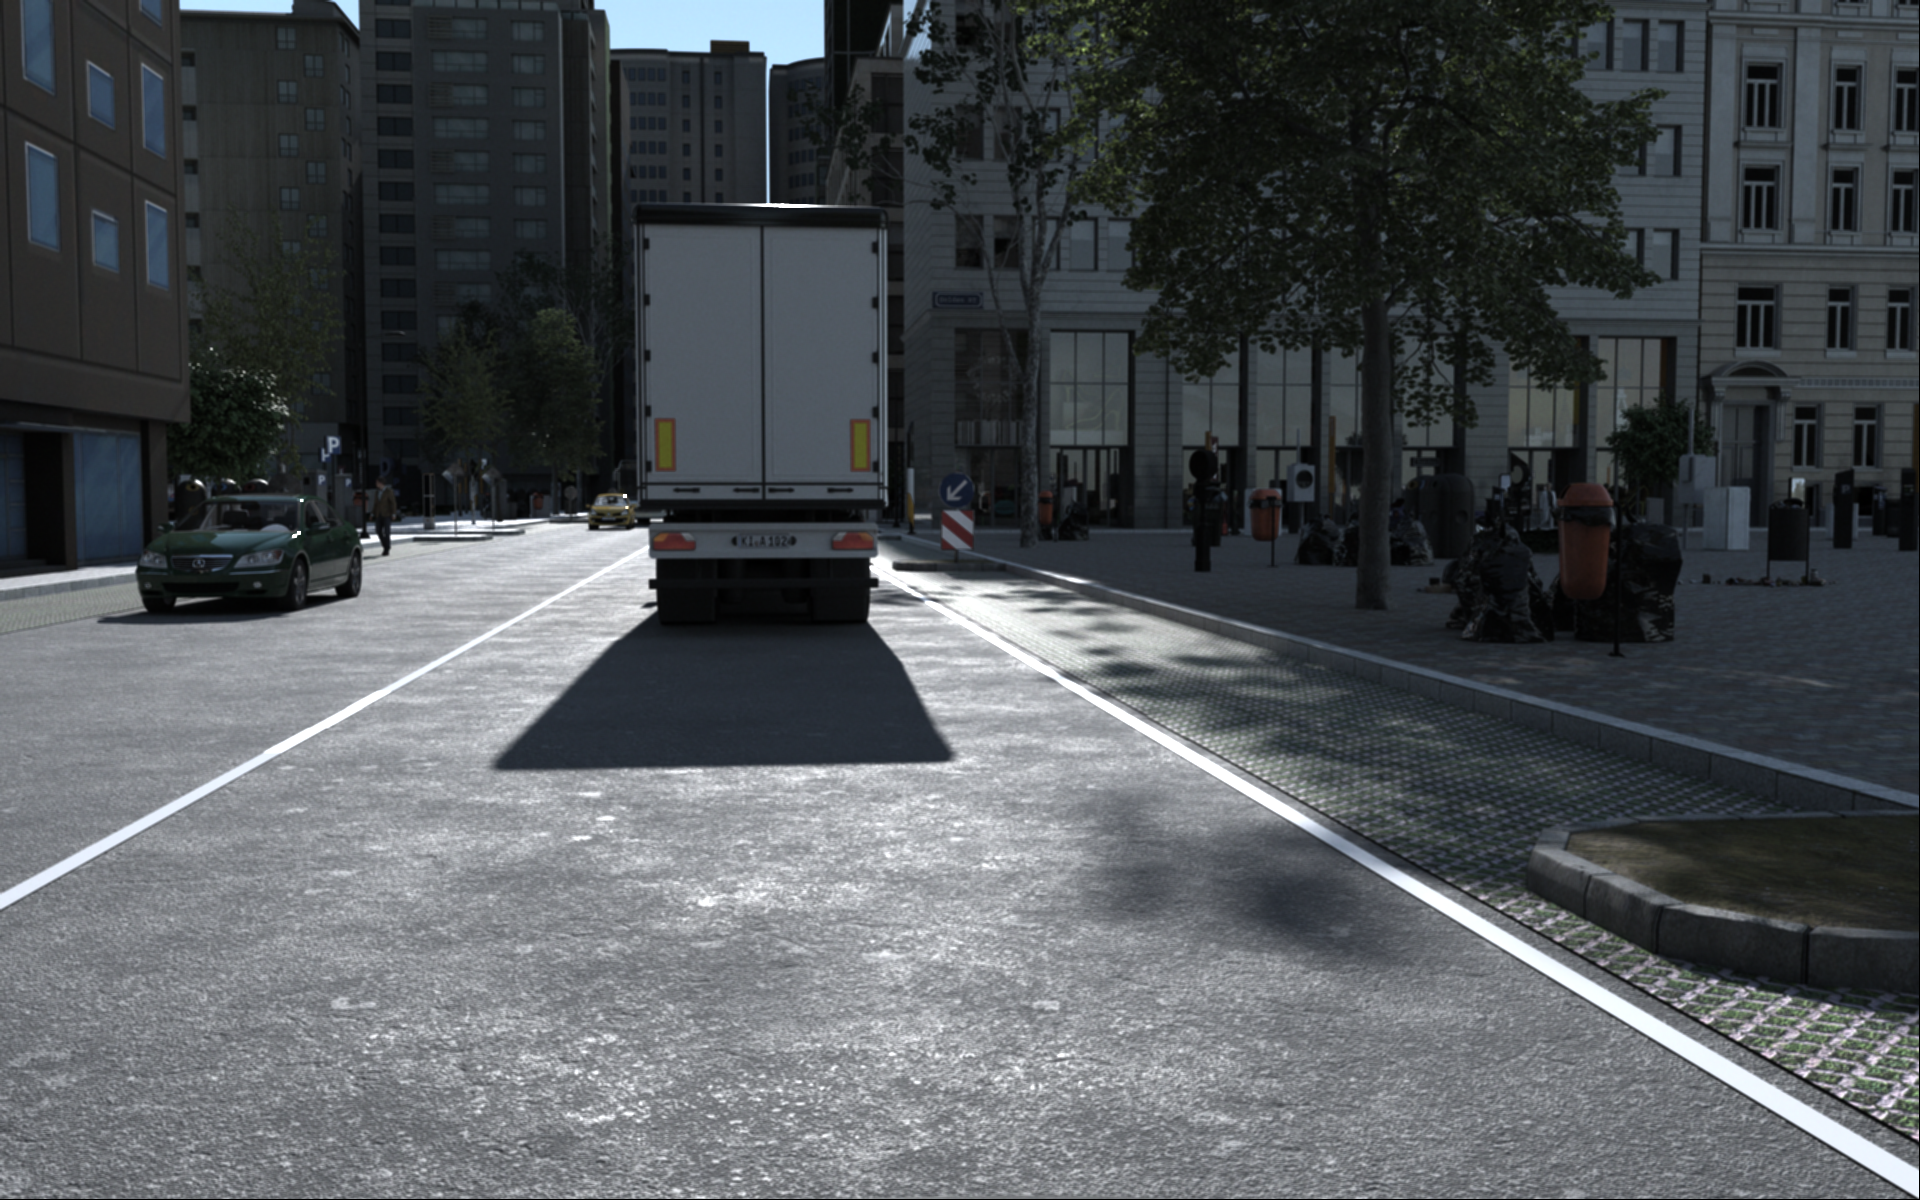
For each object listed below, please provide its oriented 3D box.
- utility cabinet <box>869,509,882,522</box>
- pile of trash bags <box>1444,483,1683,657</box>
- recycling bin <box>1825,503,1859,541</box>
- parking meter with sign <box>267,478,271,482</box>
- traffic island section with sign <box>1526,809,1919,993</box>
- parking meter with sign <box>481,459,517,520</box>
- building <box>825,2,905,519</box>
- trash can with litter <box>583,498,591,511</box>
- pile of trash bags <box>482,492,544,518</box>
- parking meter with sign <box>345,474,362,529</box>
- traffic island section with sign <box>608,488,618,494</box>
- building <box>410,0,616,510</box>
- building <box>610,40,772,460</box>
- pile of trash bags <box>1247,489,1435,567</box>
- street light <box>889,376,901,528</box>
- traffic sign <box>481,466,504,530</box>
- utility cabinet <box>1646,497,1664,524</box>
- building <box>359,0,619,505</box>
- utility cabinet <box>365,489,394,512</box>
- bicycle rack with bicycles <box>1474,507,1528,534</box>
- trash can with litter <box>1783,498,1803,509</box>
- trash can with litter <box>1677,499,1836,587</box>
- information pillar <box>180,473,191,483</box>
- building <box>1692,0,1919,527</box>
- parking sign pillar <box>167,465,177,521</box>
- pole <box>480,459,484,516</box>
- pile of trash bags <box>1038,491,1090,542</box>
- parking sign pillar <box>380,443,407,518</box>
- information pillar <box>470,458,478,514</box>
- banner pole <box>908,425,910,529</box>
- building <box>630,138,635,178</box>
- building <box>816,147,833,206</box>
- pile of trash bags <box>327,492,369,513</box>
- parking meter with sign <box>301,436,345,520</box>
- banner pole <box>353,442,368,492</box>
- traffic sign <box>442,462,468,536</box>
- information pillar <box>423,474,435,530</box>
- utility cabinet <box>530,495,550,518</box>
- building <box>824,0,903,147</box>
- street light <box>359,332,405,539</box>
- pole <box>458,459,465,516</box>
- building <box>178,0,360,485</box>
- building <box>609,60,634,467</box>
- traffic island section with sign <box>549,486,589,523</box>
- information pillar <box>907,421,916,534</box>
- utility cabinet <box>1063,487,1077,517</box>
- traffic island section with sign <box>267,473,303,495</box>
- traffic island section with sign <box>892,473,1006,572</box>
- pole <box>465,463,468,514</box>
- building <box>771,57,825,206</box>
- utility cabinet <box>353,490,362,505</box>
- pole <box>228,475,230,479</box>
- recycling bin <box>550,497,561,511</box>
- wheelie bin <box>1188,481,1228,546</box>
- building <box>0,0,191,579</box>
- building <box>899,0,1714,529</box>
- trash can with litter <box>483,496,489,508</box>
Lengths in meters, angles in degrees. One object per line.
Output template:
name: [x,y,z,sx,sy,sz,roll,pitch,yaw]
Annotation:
utility cabinet: [-3.913,-4.226,80.258,0.306,1.237,1.020,-2,4,-26]
pile of trash bags: [5.293,-0.328,15.114,1.912,1.369,3.447,1,4,13]
recycling bin: [24.446,-2.169,48.024,0.722,1.027,0.722,1,4,19]
parking meter with sign: [-32.985,-5.342,83.605,0.543,3.016,1.738,3,5,41]
traffic island section with sign: [3.078,0.168,5.881,1.989,1.847,2.006,0,4,-7]
parking meter with sign: [-22.868,-5.489,86.007,0.543,3.016,1.738,3,5,40]
building: [2.276,-18.417,105.627,19.350,26.468,34.151,0,4,-7]
trash can with litter: [-28.322,-7.267,130.205,1.055,1.170,0.624,-3,5,-43]
pile of trash bags: [-23.687,-5.060,92.483,1.912,1.369,3.447,3,4,38]
parking meter with sign: [-23.173,-4.199,64.922,1.738,3.016,0.543,2,4,27]
traffic island section with sign: [-22.537,-6.361,112.636,1.989,1.847,2.006,0,4,-7]
building: [-35.962,-27.985,141.147,14.154,41.232,14.086,0,4,-7]
building: [-39.535,-41.941,227.739,28.212,58.520,21.231,0,4,-7]
pile of trash bags: [6.716,-1.311,31.195,3.447,1.369,1.912,-1,4,-22]
street light: [-2.979,-5.728,66.187,1.470,5.913,1.316,0,4,-7]
traffic sign: [-16.479,-3.516,61.127,0.795,2.450,0.064,0,4,-7]
utility cabinet: [13.169,-1.326,32.835,0.306,1.237,1.020,1,4,20]
building: [-41.539,-43.960,156.992,20.563,71.187,20.611,0,4,-7]
utility cabinet: [-27.149,-4.436,81.201,1.173,1.500,0.318,1,4,14]
bicycle rack with bicycles: [14.650,-2.181,49.046,2.852,0.926,2.925,3,5,42]
trash can with litter: [24.001,-2.364,50.038,0.624,1.170,1.055,2,4,26]
trash can with litter: [11.338,-0.830,24.631,2.233,1.210,1.678,1,4,18]
information pillar: [-33.107,-5.065,74.160,0.504,3.616,0.183,-1,4,-21]
building: [37.496,-17.614,73.897,20.117,28.700,13.634,0,4,-7]
parking sign pillar: [-37.849,-5.746,82.426,1.447,3.967,1.447,-3,4,-39]
pole: [-27.796,-6.531,100.624,0.158,3.312,0.155,0,3,0]
pile of trash bags: [2.589,-2.333,47.900,1.912,1.369,3.447,1,4,10]
parking sign pillar: [-30.053,-6.291,91.329,1.447,3.967,1.447,3,5,42]
information pillar: [-31.329,-7.351,111.550,0.183,3.616,0.504,3,5,40]
banner pole: [-1.767,-4.465,63.018,0.401,3.779,0.863,1,4,9]
building: [-50.267,-33.198,197.410,28.867,44.769,22.147,0,4,-7]
building: [-5.301,-22.997,147.697,14.160,30.474,14.107,0,4,-7]
pile of trash bags: [-25.344,-3.640,69.265,3.447,1.369,1.912,0,4,2]
parking meter with sign: [-19.531,-3.435,52.425,1.738,3.016,0.543,2,4,30]
banner pole: [-28.766,-5.684,82.950,0.863,3.779,0.401,1,4,14]
traffic sign: [-15.499,-3.031,53.202,0.795,2.450,0.064,0,4,-7]
information pillar: [-19.107,-3.536,62.310,0.304,2.012,0.304,0,4,7]
utility cabinet: [-22.943,-5.106,94.648,1.020,1.237,0.306,-2,4,-26]
building: [-4.349,-44.402,164.231,20.563,71.187,20.611,0,4,-7]
street light: [-16.598,-4.721,49.724,1.470,5.913,1.316,0,4,-7]
pole: [-28.676,-6.451,99.321,0.158,3.312,0.155,0,3,0]
building: [-78.278,-36.777,190.537,27.495,52.752,28.713,0,4,-7]
building: [-40.687,-32.127,175.392,14.600,45.320,14.200,0,4,-7]
traffic island section with sign: [-19.203,-4.710,85.644,1.989,1.847,2.006,0,4,-7]
information pillar: [-1.576,-3.918,55.418,0.183,3.616,0.504,1,4,14]
utility cabinet: [3.349,-2.704,52.896,0.318,1.500,1.173,1,4,9]
traffic island section with sign: [-12.583,-1.434,32.079,1.989,1.847,2.006,0,4,-7]
traffic island section with sign: [-0.256,-1.477,32.772,1.989,1.847,2.006,0,4,-7]
pole: [-32.206,-7.283,112.924,0.158,3.312,0.155,0,3,0]
building: [-11.093,-42.161,231.330,28.212,58.520,21.231,0,4,-7]
utility cabinet: [-29.831,-4.739,86.164,0.318,1.500,1.173,0,4,4]
pole: [-41.298,-6.364,97.902,0.158,3.312,0.155,0,3,0]
recycling bin: [-31.369,-7.422,133.896,0.722,1.027,0.722,-3,5,-42]
wheelie bin: [6.109,-2.118,42.537,0.980,1.594,0.693,-1,4,-11]
building: [-21.358,-22.962,25.541,14.600,45.320,14.200,0,4,-7]
building: [12.919,-17.843,69.234,29.804,29.767,11.434,0,4,-7]
trash can with litter: [-28.661,-5.746,105.342,1.055,1.170,0.624,1,4,11]
